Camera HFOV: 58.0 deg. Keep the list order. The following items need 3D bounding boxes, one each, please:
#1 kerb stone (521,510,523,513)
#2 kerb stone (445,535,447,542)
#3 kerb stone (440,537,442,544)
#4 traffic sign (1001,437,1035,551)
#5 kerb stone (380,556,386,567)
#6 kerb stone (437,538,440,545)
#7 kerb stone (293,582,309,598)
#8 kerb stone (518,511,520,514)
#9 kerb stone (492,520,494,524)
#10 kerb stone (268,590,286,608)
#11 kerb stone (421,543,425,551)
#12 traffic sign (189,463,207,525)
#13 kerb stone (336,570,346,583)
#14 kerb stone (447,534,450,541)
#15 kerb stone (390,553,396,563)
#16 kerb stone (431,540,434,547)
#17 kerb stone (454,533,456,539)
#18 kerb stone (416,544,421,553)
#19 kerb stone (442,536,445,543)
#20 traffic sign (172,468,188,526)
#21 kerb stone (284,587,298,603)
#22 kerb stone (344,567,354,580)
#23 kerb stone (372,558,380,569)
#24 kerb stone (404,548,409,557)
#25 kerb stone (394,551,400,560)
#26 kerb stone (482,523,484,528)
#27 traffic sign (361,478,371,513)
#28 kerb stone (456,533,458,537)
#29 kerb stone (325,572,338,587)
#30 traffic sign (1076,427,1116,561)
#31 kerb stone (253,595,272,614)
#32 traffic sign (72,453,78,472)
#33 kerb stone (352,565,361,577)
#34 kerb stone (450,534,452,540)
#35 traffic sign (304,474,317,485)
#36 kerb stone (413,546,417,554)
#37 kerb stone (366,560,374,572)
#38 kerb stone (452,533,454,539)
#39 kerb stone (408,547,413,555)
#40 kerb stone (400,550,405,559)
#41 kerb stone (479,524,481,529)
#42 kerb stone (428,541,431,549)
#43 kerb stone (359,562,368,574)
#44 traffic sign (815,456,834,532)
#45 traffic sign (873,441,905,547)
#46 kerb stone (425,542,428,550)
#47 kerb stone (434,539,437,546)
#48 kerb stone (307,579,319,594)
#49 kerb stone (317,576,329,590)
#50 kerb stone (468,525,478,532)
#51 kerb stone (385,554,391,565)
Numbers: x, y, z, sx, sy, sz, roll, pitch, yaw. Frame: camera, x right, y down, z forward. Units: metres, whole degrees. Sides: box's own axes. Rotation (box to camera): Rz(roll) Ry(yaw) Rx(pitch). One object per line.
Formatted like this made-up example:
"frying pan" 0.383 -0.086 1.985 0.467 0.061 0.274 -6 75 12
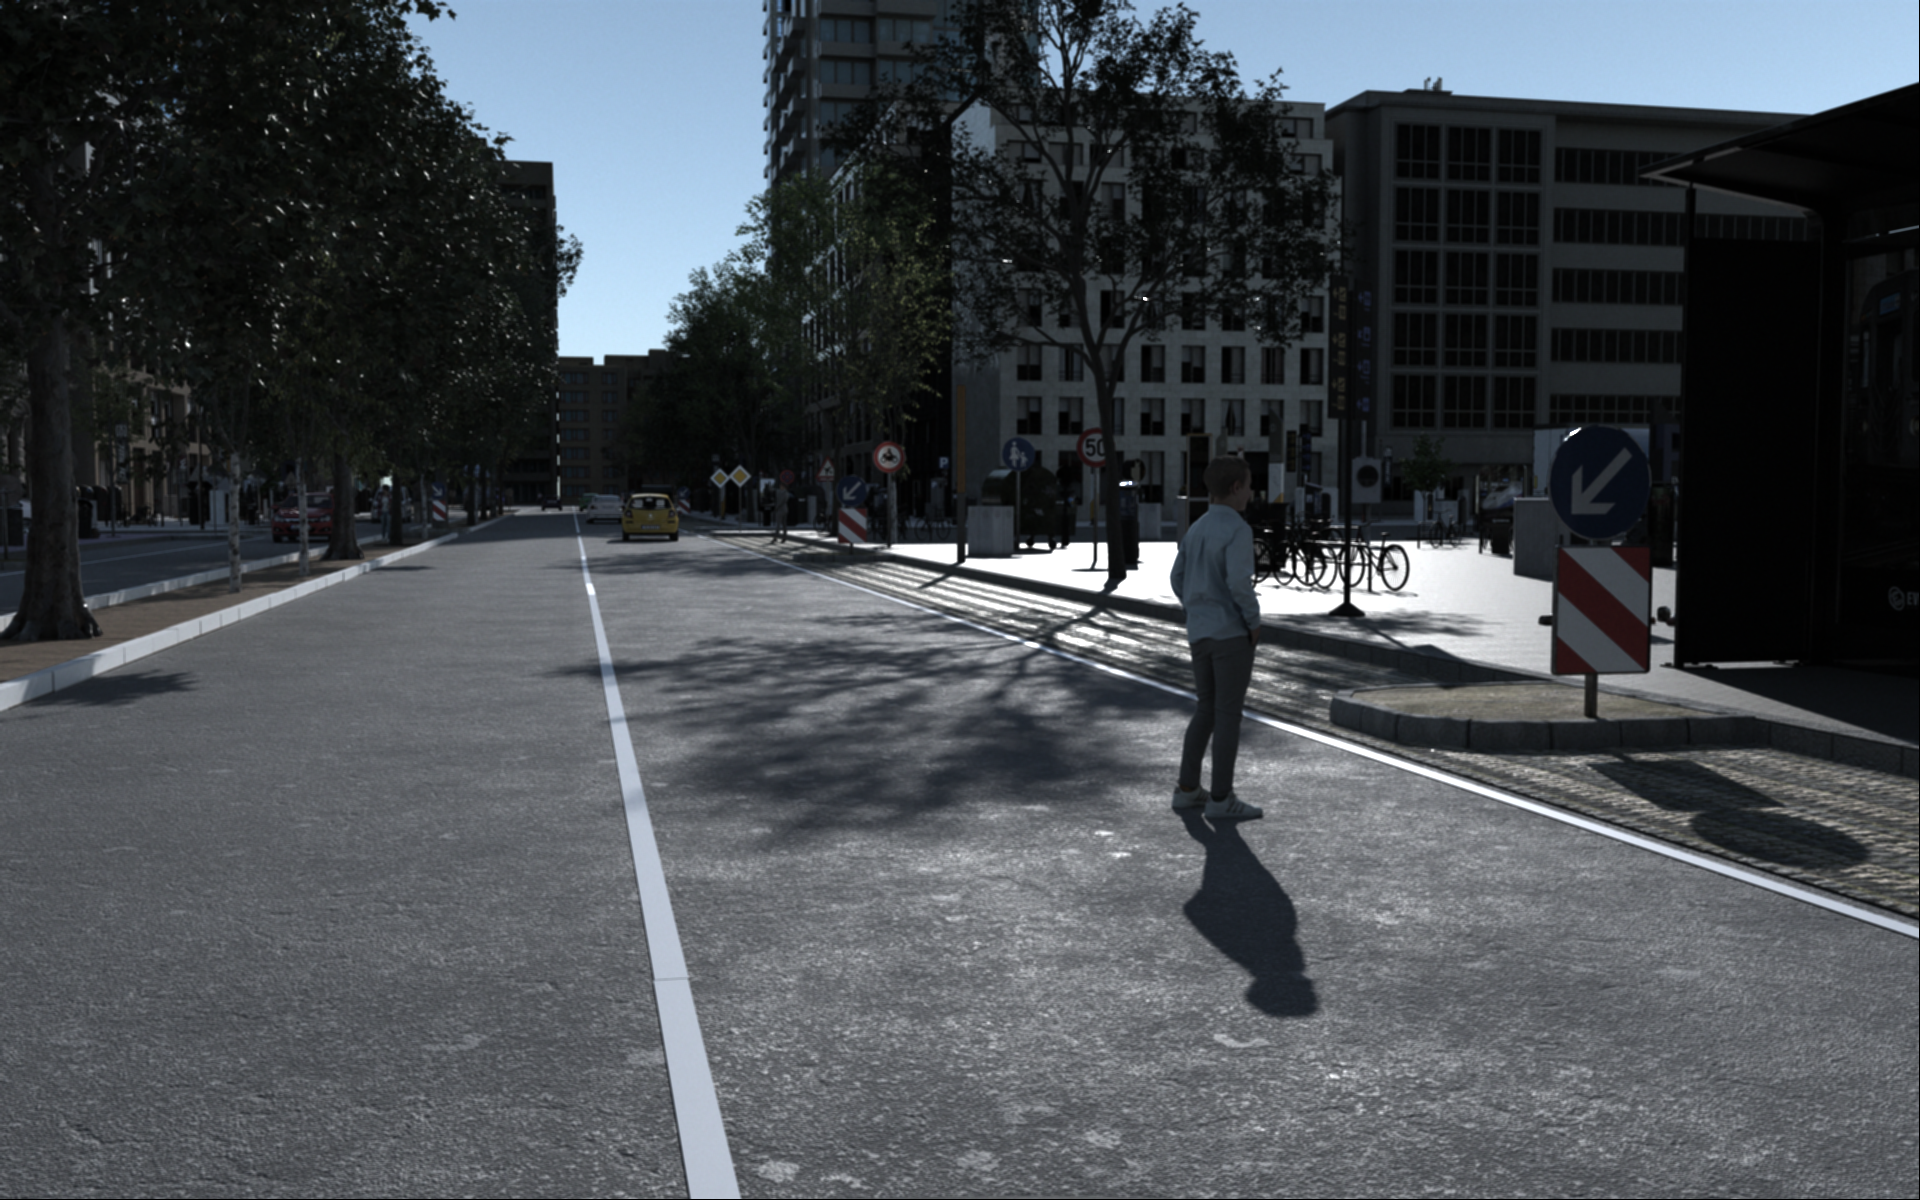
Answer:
"kerb stone" -32.479 -6.444 127.561 0.120 0.150 1.000 -1 4 -13
"kerb stone" -15.279 -1.761 51.025 0.120 0.150 1.000 -1 4 -13
"kerb stone" -14.825 -1.641 49.026 0.120 0.150 1.000 -1 4 -13
"traffic sign" 1.305 -2.374 38.927 0.768 2.556 0.104 0 4 -7
"kerb stone" -11.444 -0.722 34.015 0.120 0.150 1.000 -1 4 -13
"kerb stone" -14.595 -1.578 48.020 0.120 0.150 1.000 -1 4 -13
"kerb stone" -9.194 -0.107 24.007 0.120 0.150 1.000 -1 4 -13
"kerb stone" -30.901 -6.015 120.541 0.120 0.150 1.000 -1 4 -13
"kerb stone" -22.140 -3.630 81.548 0.120 0.150 1.000 -1 4 -13
"kerb stone" -8.746 0.011 22.012 0.120 0.150 1.000 -1 4 -13
"kerb stone" -13.466 -1.269 43.013 0.120 0.150 1.000 -1 4 -13
"traffic sign" -31.407 -4.373 71.498 0.884 2.594 0.081 -1 4 -9
"kerb stone" -10.102 -0.354 28.005 0.120 0.150 1.000 -1 4 -13
"kerb stone" -15.494 -1.824 52.024 0.120 0.150 1.000 -1 4 -13
"kerb stone" -11.902 -0.844 36.007 0.120 0.150 1.000 -1 4 -13
"kerb stone" -14.150 -1.457 46.022 0.120 0.150 1.000 -1 4 -13
"kerb stone" -16.173 -2.007 55.017 0.120 0.150 1.000 -1 4 -13
"kerb stone" -13.242 -1.212 42.015 0.120 0.150 1.000 -1 4 -13
"kerb stone" -15.052 -1.697 50.023 0.120 0.150 1.000 -1 4 -13
"traffic sign" -30.793 -4.055 68.435 0.606 2.300 0.079 0 4 -7
"kerb stone" -8.971 -0.040 23.010 0.120 0.150 1.000 -1 4 -13
"kerb stone" -10.316 -0.417 29.007 0.120 0.150 1.000 -1 4 -13
"kerb stone" -11.224 -0.661 33.013 0.120 0.150 1.000 -1 4 -13
"kerb stone" -12.572 -1.024 39.016 0.120 0.150 1.000 -1 4 -13
"kerb stone" -12.125 -0.905 37.014 0.120 0.150 1.000 -1 4 -13
"kerb stone" -19.872 -3.017 71.531 0.120 0.150 1.000 -1 4 -13
"traffic sign" -40.973 -7.249 119.699 0.795 2.450 0.064 -1 4 -12
"kerb stone" -16.390 -2.069 56.016 0.120 0.150 1.000 -1 4 -13
"kerb stone" -9.872 -0.294 27.009 0.120 0.150 1.000 -1 4 -13
"traffic sign" 2.601 -2.024 33.193 0.768 2.556 0.104 0 4 -4
"kerb stone" -8.523 0.073 21.006 0.120 0.150 1.000 -1 4 -13
"traffic sign" -25.313 -2.984 48.897 0.768 2.556 0.104 -1 4 -12
"kerb stone" -10.543 -0.476 30.007 0.120 0.150 1.000 -1 4 -13
"kerb stone" -15.720 -1.885 53.021 0.120 0.150 1.000 -1 4 -13
"traffic sign" -39.351 -6.411 104.924 0.768 2.556 0.104 0 4 -7
"kerb stone" -13.017 -1.150 41.013 0.120 0.150 1.000 -1 4 -13
"kerb stone" -10.993 -0.595 32.003 0.120 0.150 1.000 -1 4 -13
"kerb stone" -15.948 -1.942 54.017 0.120 0.150 1.000 -1 4 -13
"kerb stone" -12.797 -1.090 40.013 0.120 0.150 1.000 -1 4 -13
"kerb stone" -12.354 -0.967 38.009 0.120 0.150 1.000 -1 4 -13
"kerb stone" -19.429 -2.895 69.531 0.120 0.150 1.000 -1 4 -13
"kerb stone" -13.919 -1.396 45.014 0.120 0.150 1.000 -1 4 -13
"kerb stone" -10.774 -0.539 31.003 0.120 0.150 1.000 -1 4 -13
"traffic sign" -4.465 -3.584 58.599 0.884 2.594 0.081 0 4 -4
"traffic sign" -1.705 -2.541 41.647 0.768 2.556 0.104 0 4 -7
"kerb stone" -13.688 -1.327 44.010 0.120 0.150 1.000 -1 4 -13
"kerb stone" -14.374 -1.518 47.019 0.120 0.150 1.000 -1 4 -13
"kerb stone" -9.425 -0.172 25.002 0.120 0.150 1.000 -1 4 -13
"kerb stone" -9.648 -0.227 26.000 0.120 0.150 1.000 -1 4 -13
"kerb stone" -18.984 -2.770 67.536 0.120 0.150 1.000 -1 4 -13
"kerb stone" -11.666 -0.784 35.013 0.120 0.150 1.000 -1 4 -13
